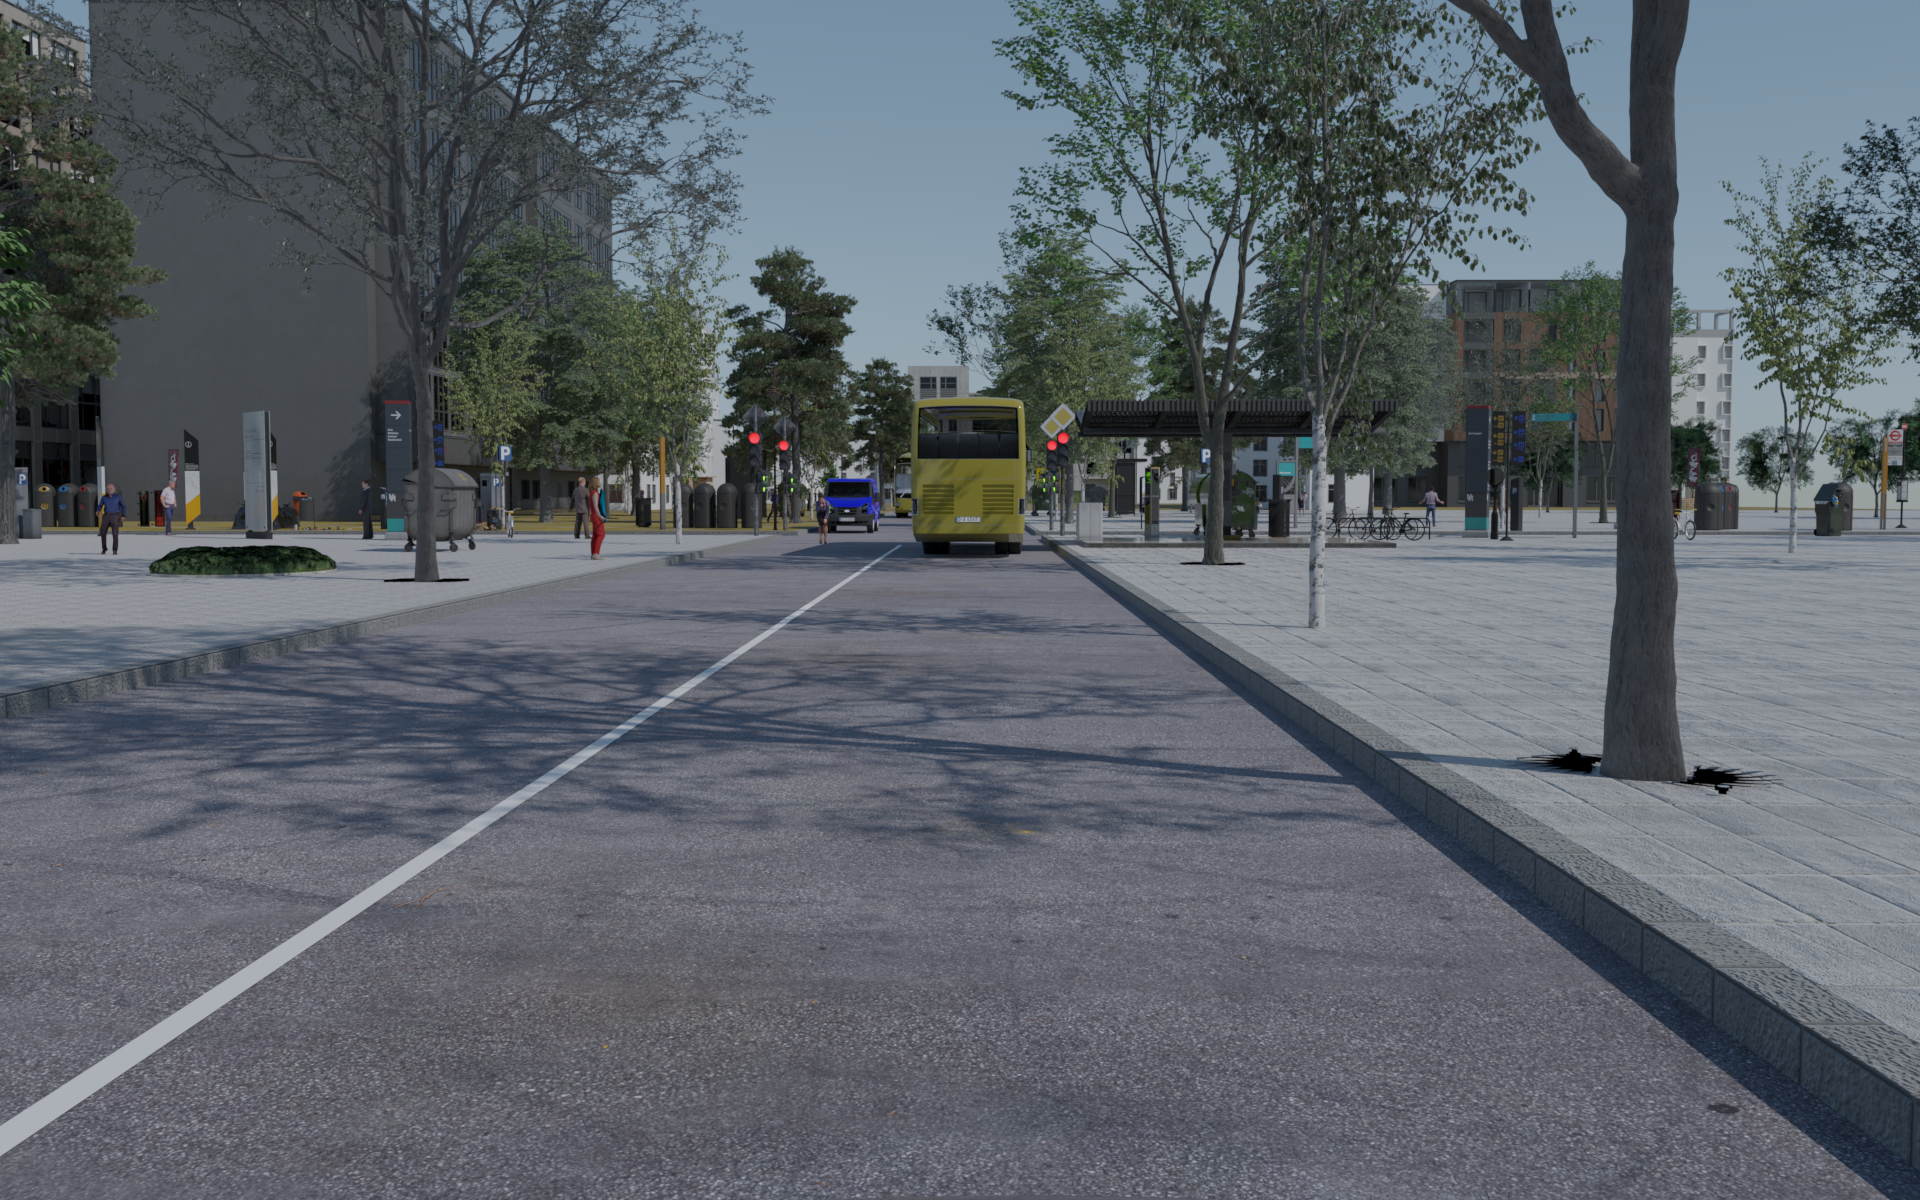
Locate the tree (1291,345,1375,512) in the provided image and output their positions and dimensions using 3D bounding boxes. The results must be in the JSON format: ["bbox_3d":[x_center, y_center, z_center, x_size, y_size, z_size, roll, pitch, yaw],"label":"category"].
[{"bbox_3d":[26.701,-12.490,122.333,7.486,12.596,7.792,0,3,0],"label":"tree"}]

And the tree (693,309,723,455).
[{"bbox_3d":[-18.854,-11.892,101.085,9.857,13.997,8.962,0,3,0],"label":"tree"}]

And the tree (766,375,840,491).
[{"bbox_3d":[-10.047,-9.520,106.022,4.360,8.622,3.978,0,3,0],"label":"tree"}]

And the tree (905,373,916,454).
[{"bbox_3d":[-6.147,-13.026,135.030,6.751,12.117,7.091,0,3,0],"label":"tree"}]

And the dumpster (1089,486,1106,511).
[{"bbox_3d":[10.503,-7.731,132.153,1.264,1.857,1.865,0,4,1],"label":"dumpster"}]

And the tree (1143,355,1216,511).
[{"bbox_3d":[16.660,-12.615,128.315,6.751,12.117,7.091,0,3,0],"label":"tree"}]

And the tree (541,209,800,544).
[{"bbox_3d":[-7.358,-5.724,43.944,4.737,8.622,4.395,0,3,0],"label":"tree"}]

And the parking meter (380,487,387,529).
[{"bbox_3d":[-20.892,-3.339,63.004,0.372,1.533,0.369,0,3,0],"label":"parking meter"}]

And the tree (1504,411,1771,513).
[{"bbox_3d":[48.546,-9.574,119.436,20.602,7.101,11.467,-1,4,-19],"label":"tree"}]

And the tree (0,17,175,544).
[{"bbox_3d":[-24.320,-8.342,43.809,7.806,13.903,7.818,0,3,0],"label":"tree"}]

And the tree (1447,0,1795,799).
[{"bbox_3d":[2.973,-5.937,7.433,12.009,13.543,11.850,0,3,0],"label":"tree"}]

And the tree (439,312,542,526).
[{"bbox_3d":[-18.297,-7.209,68.235,4.737,8.622,4.395,0,3,0],"label":"tree"}]

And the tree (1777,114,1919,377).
[{"bbox_3d":[18.285,-5.793,29.131,8.767,10.594,7.601,2,4,30],"label":"tree"}]

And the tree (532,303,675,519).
[{"bbox_3d":[-18.247,-10.001,89.266,9.928,11.665,9.643,0,3,0],"label":"tree"}]

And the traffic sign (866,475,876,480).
[{"bbox_3d":[-5.909,-6.993,114.441,0.768,2.556,0.104,0,4,5],"label":"traffic sign"}]

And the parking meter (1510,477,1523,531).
[{"bbox_3d":[19.312,-3.327,60.113,0.255,1.863,0.399,-2,4,-34],"label":"parking meter"}]

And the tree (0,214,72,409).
[{"bbox_3d":[-9.829,-1.941,15.444,4.285,4.588,4.351,0,3,0],"label":"tree"}]

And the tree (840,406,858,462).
[{"bbox_3d":[-9.260,-10.642,124.356,4.360,8.622,3.978,0,3,0],"label":"tree"}]

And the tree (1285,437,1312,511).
[{"bbox_3d":[26.614,-11.167,132.938,4.737,8.622,4.395,0,3,0],"label":"tree"}]

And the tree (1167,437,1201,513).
[{"bbox_3d":[15.913,-10.311,118.952,4.737,8.622,4.395,0,3,0],"label":"tree"}]

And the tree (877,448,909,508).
[{"bbox_3d":[-6.614,-13.040,163.573,4.737,8.622,4.395,0,3,0],"label":"tree"}]

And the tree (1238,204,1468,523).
[{"bbox_3d":[16.864,-10.366,76.134,9.857,13.997,8.962,0,3,0],"label":"tree"}]

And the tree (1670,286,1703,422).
[{"bbox_3d":[28.301,-9.169,75.666,9.928,11.665,9.643,0,3,0],"label":"tree"}]

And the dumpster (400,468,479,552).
[{"bbox_3d":[-11.683,-2.027,38.893,1.264,1.857,1.865,0,4,1],"label":"dumpster"}]

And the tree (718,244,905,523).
[{"bbox_3d":[-7.165,-9.380,75.426,6.751,12.117,7.091,0,3,0],"label":"tree"}]

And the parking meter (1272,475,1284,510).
[{"bbox_3d":[9.536,-2.826,51.919,0.255,1.863,0.399,2,4,27],"label":"parking meter"}]

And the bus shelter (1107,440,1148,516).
[{"bbox_3d":[10.003,-7.840,105.822,2.179,5.291,8.768,0,4,1],"label":"bus shelter"}]

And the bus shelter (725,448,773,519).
[{"bbox_3d":[-10.905,-6.033,89.920,1.731,3.624,6.357,0,4,0],"label":"bus shelter"}]

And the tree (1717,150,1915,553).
[{"bbox_3d":[18.176,-5.316,37.273,4.737,8.622,4.395,0,3,0],"label":"tree"}]

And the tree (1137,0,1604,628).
[{"bbox_3d":[3.656,-4.033,16.305,4.360,8.622,3.978,0,3,0],"label":"tree"}]

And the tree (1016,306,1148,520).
[{"bbox_3d":[4.911,-7.166,67.528,4.737,8.622,4.395,0,3,0],"label":"tree"}]

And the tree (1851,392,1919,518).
[{"bbox_3d":[53.847,-7.633,87.706,20.602,7.101,11.467,3,5,40],"label":"tree"}]

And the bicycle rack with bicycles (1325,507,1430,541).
[{"bbox_3d":[11.942,-2.155,48.619,2.852,0.926,2.925,-2,4,-34],"label":"bicycle rack with bicycles"}]

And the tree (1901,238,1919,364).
[{"bbox_3d":[24.271,-5.558,41.236,4.360,8.622,3.978,0,3,0],"label":"tree"}]

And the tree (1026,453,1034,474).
[{"bbox_3d":[4.686,-15.594,189.373,7.601,10.594,8.767,1,4,9],"label":"tree"}]

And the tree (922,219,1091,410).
[{"bbox_3d":[3.448,-16.299,122.379,12.611,20.169,13.585,0,3,0],"label":"tree"}]

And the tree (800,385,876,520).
[{"bbox_3d":[-7.381,-8.344,86.782,4.737,8.622,4.395,0,3,0],"label":"tree"}]

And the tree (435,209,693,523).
[{"bbox_3d":[-18.520,-10.448,77.474,9.857,13.997,8.962,0,3,0],"label":"tree"}]

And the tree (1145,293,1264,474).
[{"bbox_3d":[15.450,-12.331,109.030,7.806,13.903,7.818,0,3,0],"label":"tree"}]

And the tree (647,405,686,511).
[{"bbox_3d":[-22.184,-11.173,133.049,4.360,8.622,3.978,0,3,0],"label":"tree"}]

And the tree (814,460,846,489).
[{"bbox_3d":[-7.067,-6.243,96.668,1.663,3.219,1.824,0,3,0],"label":"tree"}]

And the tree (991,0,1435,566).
[{"bbox_3d":[4.497,-6.428,30.855,9.928,11.665,9.643,0,3,0],"label":"tree"}]

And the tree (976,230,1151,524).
[{"bbox_3d":[4.572,-9.590,74.925,7.486,12.596,7.792,0,3,0],"label":"tree"}]
